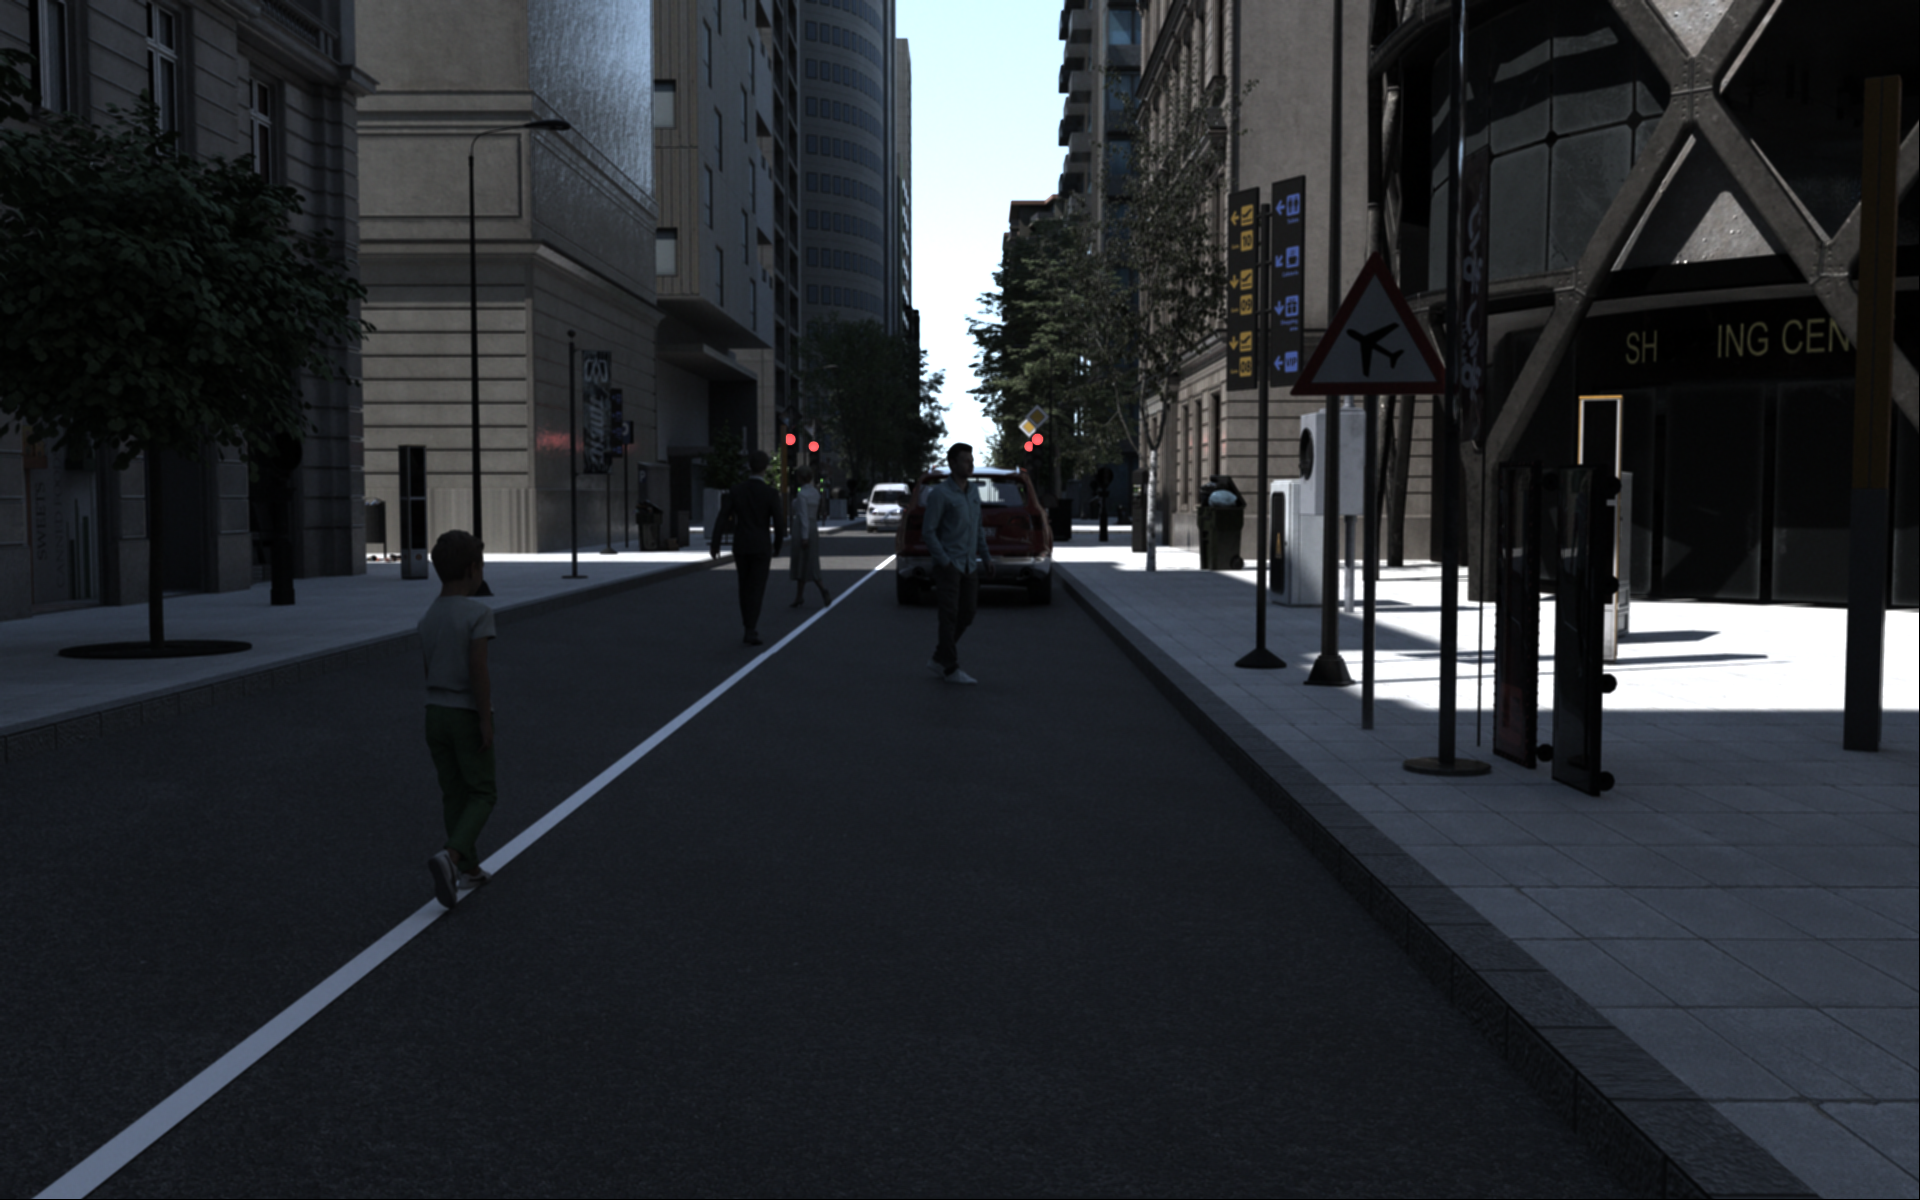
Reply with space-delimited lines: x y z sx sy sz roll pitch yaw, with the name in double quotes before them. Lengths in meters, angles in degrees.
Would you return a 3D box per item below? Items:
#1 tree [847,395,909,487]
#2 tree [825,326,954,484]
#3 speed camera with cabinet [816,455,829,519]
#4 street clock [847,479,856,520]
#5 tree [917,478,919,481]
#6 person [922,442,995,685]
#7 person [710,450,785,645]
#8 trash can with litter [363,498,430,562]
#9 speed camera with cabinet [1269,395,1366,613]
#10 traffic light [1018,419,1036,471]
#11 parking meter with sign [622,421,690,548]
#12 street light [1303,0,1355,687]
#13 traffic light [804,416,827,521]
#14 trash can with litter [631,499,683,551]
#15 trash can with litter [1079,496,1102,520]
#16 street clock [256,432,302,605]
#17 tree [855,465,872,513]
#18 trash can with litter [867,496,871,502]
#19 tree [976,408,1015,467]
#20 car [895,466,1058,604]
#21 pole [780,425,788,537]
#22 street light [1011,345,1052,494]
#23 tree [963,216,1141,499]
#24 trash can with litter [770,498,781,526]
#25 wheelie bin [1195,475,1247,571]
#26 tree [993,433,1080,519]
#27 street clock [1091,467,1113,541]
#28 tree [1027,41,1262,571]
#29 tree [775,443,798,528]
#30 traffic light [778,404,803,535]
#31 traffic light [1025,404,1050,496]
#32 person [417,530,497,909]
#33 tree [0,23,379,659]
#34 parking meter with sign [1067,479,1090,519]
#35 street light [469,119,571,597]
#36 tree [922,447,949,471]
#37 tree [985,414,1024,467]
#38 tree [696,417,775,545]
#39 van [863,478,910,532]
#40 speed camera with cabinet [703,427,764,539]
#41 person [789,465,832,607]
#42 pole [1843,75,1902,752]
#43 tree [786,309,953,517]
"tree" -5.785 -10.518 122.334 4.737 8.622 4.395 0 3 0
"tree" -5.592 -13.695 130.566 9.857 13.997 8.962 0 3 0
"speed camera with cabinet" -7.465 -5.783 88.895 0.660 3.252 2.038 -2 4 -34
"street clock" -5.312 -4.918 84.985 0.358 2.002 0.471 3 4 37
"tree" -4.019 -16.476 253.098 4.285 4.588 4.351 0 3 0
"person" -0.061 -0.289 13.249 0.620 1.820 0.660 2 4 35
"person" -1.982 -0.511 16.625 0.659 1.850 0.755 1 4 11
"trash can with litter" -10.864 -1.339 32.955 2.233 1.210 1.678 0 4 8
"speed camera with cabinet" 3.985 -1.536 19.445 0.660 3.252 2.038 0 4 -3
"traffic light" 2.460 -4.478 62.130 0.839 4.253 0.868 0 4 0
"parking meter with sign" -7.382 -2.794 41.941 1.738 3.016 0.543 -3 5 -44
"street light" 1.955 -2.385 11.533 1.470 5.913 1.316 0 4 0
"traffic light" -5.201 -4.481 62.180 0.839 4.253 0.868 0 4 0
"trash can with litter" -6.814 -1.687 38.975 1.055 1.170 0.624 -3 5 -43
"trash can with litter" 6.530 -4.613 86.804 1.055 1.170 0.624 -1 4 -12
"street clock" -7.845 -0.944 20.006 0.358 2.002 0.471 2 4 28
"tree" -6.782 -7.508 117.358 1.663 3.219 1.824 0 3 0
"trash can with litter" -6.797 -7.712 137.471 1.055 1.170 0.624 -1 4 -18
"tree" 3.634 -11.758 142.610 4.737 8.622 4.395 0 3 0
"car" 0.234 -0.943 24.084 2.281 1.827 5.304 0 4 2
"pole" -5.197 -3.505 51.152 0.158 3.312 0.155 0 3 0
"street light" 2.289 -4.990 54.133 1.470 5.913 1.316 0 4 0
"tree" 3.617 -9.383 71.533 7.486 12.596 7.792 0 3 0
"trash can with litter" -7.462 -3.515 68.525 1.678 1.210 2.233 1 4 16
"wheelie bin" 4.392 -1.302 29.203 0.693 1.594 0.980 -1 4 -22
"tree" 4.169 -5.992 81.677 4.285 4.588 4.351 0 3 0
"street clock" 3.891 -2.588 46.892 0.471 2.002 0.358 -1 4 -16
"tree" 3.180 -4.806 28.940 4.360 8.622 3.978 0 3 0
"tree" -6.891 -4.343 65.605 1.663 3.219 1.824 0 3 0
"traffic light" -5.270 -3.992 54.195 0.839 4.253 0.868 0 4 0
"traffic light" 2.391 -3.989 54.145 0.839 4.253 0.868 0 4 0
"person" -1.779 0.406 6.117 0.306 1.304 0.590 0 4 4
"tree" -6.499 -1.850 13.960 4.285 4.588 4.351 0 3 0
"parking meter with sign" 5.958 -5.751 90.292 1.738 3.016 0.543 1 4 18
"street light" -5.524 -3.002 21.627 1.470 5.913 1.316 0 4 0
"tree" -4.980 -22.158 296.686 8.767 10.594 7.601 -2 4 -24
"tree" 4.177 -10.950 129.393 4.360 8.622 3.978 0 3 0
"tree" -5.808 -3.017 43.934 1.663 3.219 1.824 0 3 0
"van" -2.652 -3.606 65.972 2.013 2.044 4.112 0 4 0
"speed camera with cabinet" -6.551 -3.416 50.193 0.660 3.252 2.038 2 4 34
"person" -1.890 -0.802 21.845 0.641 1.798 0.478 3 4 38
"pole" 4.537 -0.903 8.609 0.158 3.312 0.155 0 3 0
"tree" -5.910 -10.473 96.985 9.928 11.665 9.643 0 3 0
